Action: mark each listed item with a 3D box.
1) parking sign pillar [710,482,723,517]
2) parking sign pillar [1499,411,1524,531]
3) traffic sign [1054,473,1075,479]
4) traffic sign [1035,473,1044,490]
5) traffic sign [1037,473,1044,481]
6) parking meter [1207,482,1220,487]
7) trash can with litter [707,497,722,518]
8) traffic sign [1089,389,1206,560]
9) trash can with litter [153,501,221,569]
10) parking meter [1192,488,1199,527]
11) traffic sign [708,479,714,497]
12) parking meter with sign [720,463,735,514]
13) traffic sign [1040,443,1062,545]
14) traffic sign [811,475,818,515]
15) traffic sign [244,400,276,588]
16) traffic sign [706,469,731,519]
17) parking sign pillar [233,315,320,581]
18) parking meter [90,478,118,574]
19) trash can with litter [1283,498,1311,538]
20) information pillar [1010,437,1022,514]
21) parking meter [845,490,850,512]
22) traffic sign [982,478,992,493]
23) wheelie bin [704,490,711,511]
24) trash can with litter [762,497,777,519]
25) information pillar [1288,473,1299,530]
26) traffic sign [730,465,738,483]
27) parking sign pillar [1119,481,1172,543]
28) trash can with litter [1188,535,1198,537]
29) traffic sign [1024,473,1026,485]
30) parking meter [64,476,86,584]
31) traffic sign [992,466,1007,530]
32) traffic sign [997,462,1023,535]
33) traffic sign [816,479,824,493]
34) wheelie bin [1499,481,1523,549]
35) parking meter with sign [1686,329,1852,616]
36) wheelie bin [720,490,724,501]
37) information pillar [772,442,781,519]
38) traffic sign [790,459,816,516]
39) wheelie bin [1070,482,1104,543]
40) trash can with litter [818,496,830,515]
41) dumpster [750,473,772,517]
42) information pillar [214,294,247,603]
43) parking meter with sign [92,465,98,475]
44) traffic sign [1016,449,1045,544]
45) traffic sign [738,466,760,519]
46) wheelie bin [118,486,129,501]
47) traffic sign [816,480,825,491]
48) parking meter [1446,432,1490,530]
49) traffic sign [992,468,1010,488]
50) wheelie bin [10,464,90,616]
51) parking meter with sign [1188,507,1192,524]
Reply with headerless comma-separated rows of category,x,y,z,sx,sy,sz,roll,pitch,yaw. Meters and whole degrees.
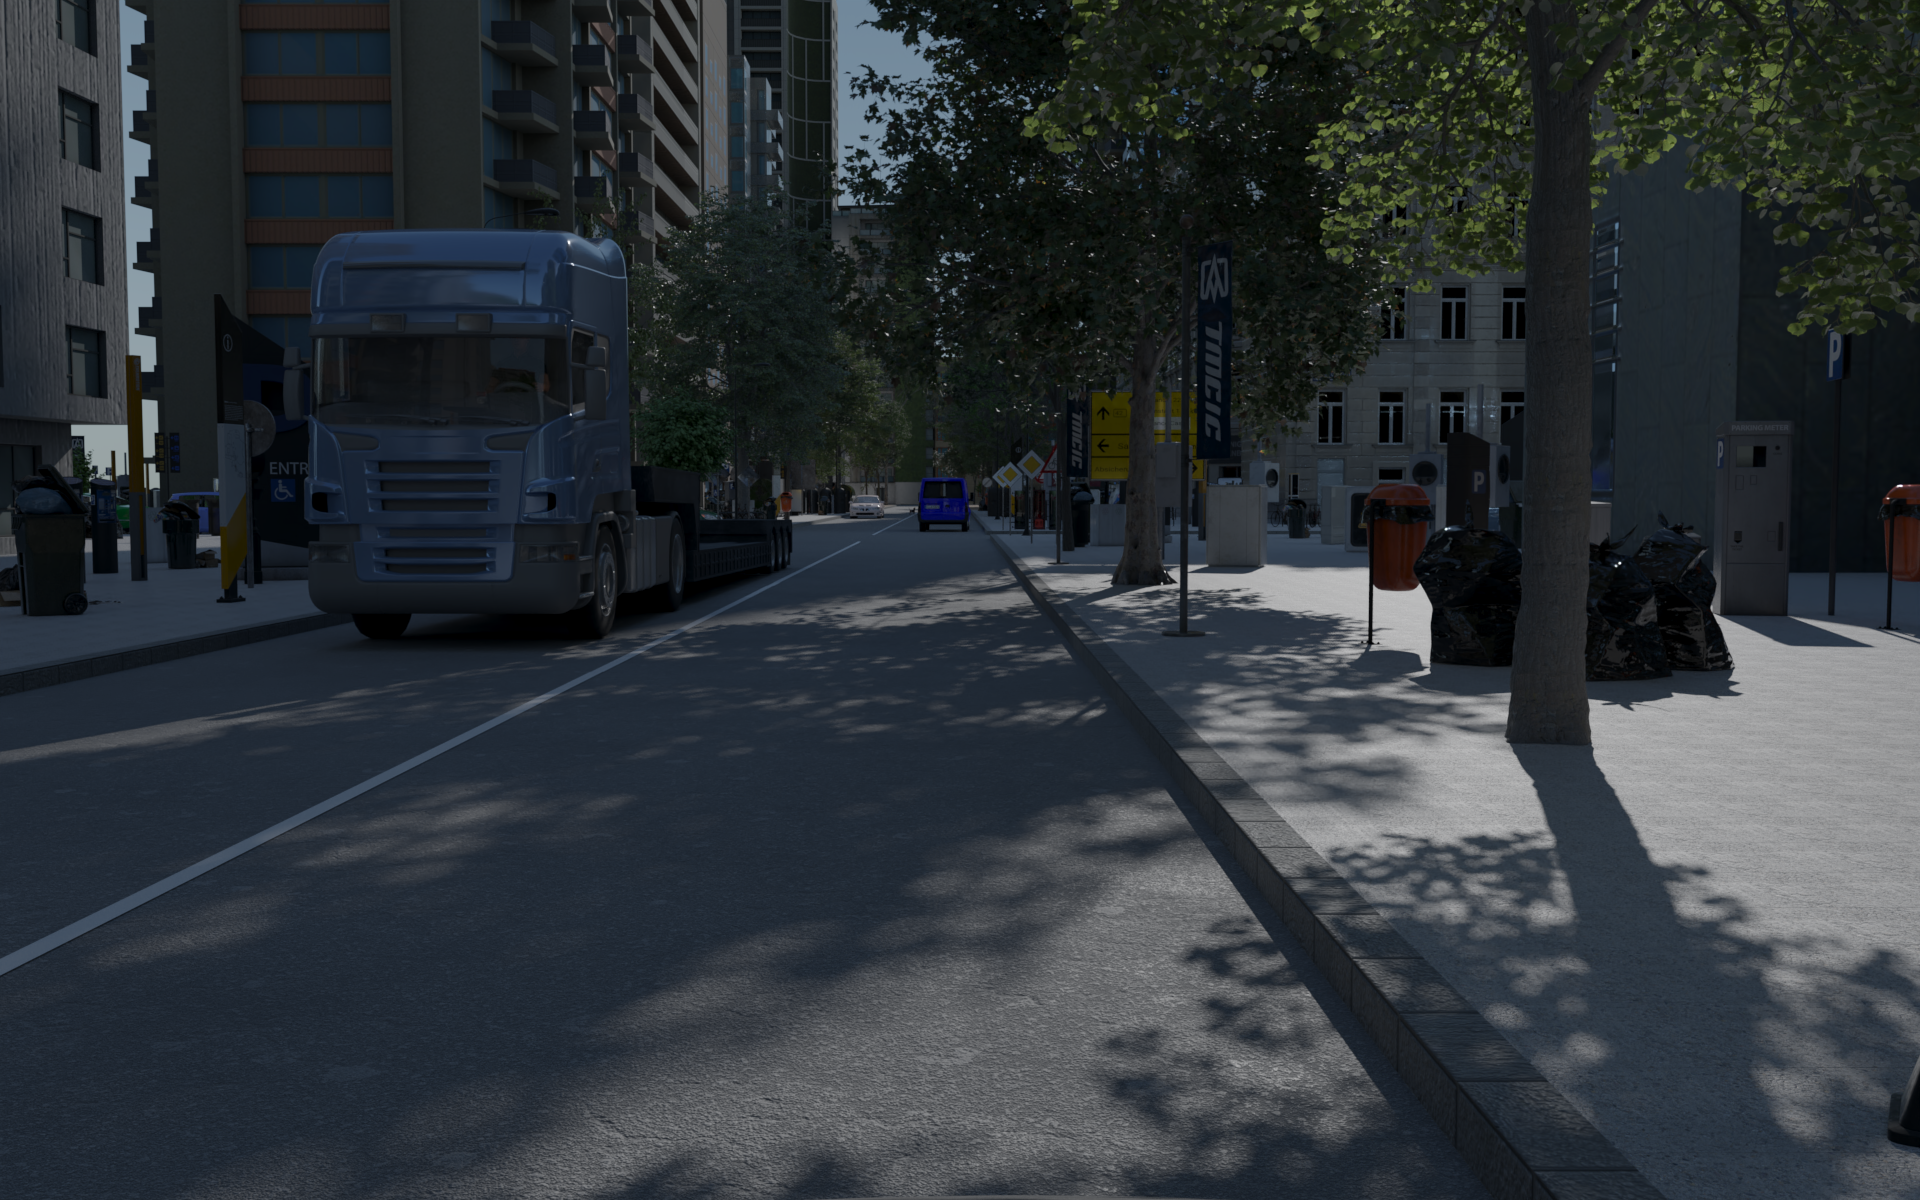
parking sign pillar,-13.122,-6.387,92.907,1.447,3.967,1.447,-1,4,-10
parking sign pillar,14.854,-3.484,45.438,1.447,3.967,1.447,1,4,11
traffic sign,2.982,-2.897,49.494,0.606,2.300,0.079,0,4,1
traffic sign,3.952,-5.099,83.481,0.768,2.556,0.104,0,4,4
traffic sign,3.475,-4.185,68.435,0.884,2.594,0.081,0,4,7
parking meter,5.450,-1.748,36.998,0.372,1.533,0.369,0,3,0
trash can with litter,-10.409,-3.873,74.715,1.055,1.170,0.624,2,4,33
traffic sign,3.655,-2.442,33.804,2.265,3.308,0.079,0,4,5
trash can with litter,-13.317,-1.133,29.911,0.624,1.170,1.055,1,4,17
parking meter,9.271,-3.634,67.824,0.372,1.533,0.369,0,3,0
traffic sign,-10.973,-4.693,76.836,0.768,2.556,0.104,0,4,6
parking meter with sign,-13.292,-6.451,101.729,0.543,3.016,1.738,3,5,43
traffic sign,2.466,-2.688,43.961,0.884,2.594,0.081,0,4,0
traffic sign,-9.215,-6.578,107.650,0.768,2.556,0.104,0,4,4
traffic sign,-9.670,-1.433,23.538,0.768,2.556,0.104,0,4,4
traffic sign,-7.490,-3.057,53.618,0.795,2.450,0.064,0,4,0
parking sign pillar,-10.272,-2.308,26.206,1.447,3.967,1.447,-2,4,-23
parking meter,-13.824,-1.197,27.977,0.372,1.533,0.369,0,3,0
trash can with litter,9.775,-2.370,50.142,0.624,1.170,1.055,2,4,27
information pillar,2.293,-4.823,70.216,0.504,3.616,0.183,0,4,1
parking meter,-7.851,-6.878,120.868,0.372,1.533,0.369,0,3,0
traffic sign,2.089,-8.131,133.050,0.768,2.556,0.104,0,4,3
wheelie bin,-17.895,-7.068,123.476,0.693,1.594,0.980,-1,4,-13
trash can with litter,-7.972,-3.645,70.981,0.624,1.170,1.055,-3,5,-43
information pillar,11.896,-3.504,61.788,0.304,2.012,0.304,-1,4,-10
traffic sign,-9.804,-4.681,76.646,0.768,2.556,0.104,0,4,8
parking sign pillar,4.870,-3.491,45.549,1.447,3.967,1.447,-1,4,-17
trash can with litter,7.790,-2.452,51.144,2.233,1.210,1.678,2,4,27
traffic sign,2.989,-4.911,82.429,0.606,2.300,0.079,0,4,5
parking meter,-12.735,-1.001,24.773,0.372,1.533,0.369,0,3,0
traffic sign,1.533,-3.545,61.606,0.795,2.450,0.064,0,4,0
traffic sign,1.554,-3.057,53.620,0.795,2.450,0.064,0,4,0
traffic sign,-10.218,-7.590,125.278,0.795,2.450,0.064,0,4,3
wheelie bin,13.084,-2.013,40.813,0.980,1.594,0.693,-2,4,-23
parking meter with sign,8.398,-1.352,18.374,1.738,3.016,0.543,1,4,11
wheelie bin,-18.129,-7.635,132.741,0.980,1.594,0.693,1,4,17
information pillar,-8.204,-5.255,77.274,0.183,3.616,0.504,2,4,34
traffic sign,-9.599,-6.588,101.588,2.265,3.308,0.079,0,4,5
wheelie bin,3.125,-2.313,45.725,0.693,1.594,0.980,-3,5,-44
trash can with litter,-8.241,-5.696,104.508,0.624,1.170,1.055,0,4,6
dumpster,-9.066,-4.698,79.305,1.502,2.255,1.985,0,4,0
information pillar,-8.647,-1.785,20.539,0.183,3.616,0.504,0,4,5
parking meter with sign,-53.206,-6.649,104.976,1.738,3.016,0.543,0,4,1
traffic sign,1.853,-2.668,44.802,0.795,2.450,0.064,0,4,0
traffic sign,-7.511,-3.545,61.603,0.795,2.450,0.064,0,4,0
wheelie bin,-32.818,-3.706,68.500,0.980,1.594,0.693,-1,4,-20
traffic sign,-10.203,-7.620,126.716,0.606,2.300,0.079,0,4,1
parking meter,4.858,-0.665,16.579,0.399,1.863,0.255,-3,4,-39
traffic sign,3.603,-8.496,132.780,2.265,3.308,0.079,1,4,9
wheelie bin,-9.668,-0.641,18.385,0.693,1.594,0.980,-3,4,-38
parking meter with sign,9.628,-4.750,73.921,0.543,3.016,1.738,0,4,1
